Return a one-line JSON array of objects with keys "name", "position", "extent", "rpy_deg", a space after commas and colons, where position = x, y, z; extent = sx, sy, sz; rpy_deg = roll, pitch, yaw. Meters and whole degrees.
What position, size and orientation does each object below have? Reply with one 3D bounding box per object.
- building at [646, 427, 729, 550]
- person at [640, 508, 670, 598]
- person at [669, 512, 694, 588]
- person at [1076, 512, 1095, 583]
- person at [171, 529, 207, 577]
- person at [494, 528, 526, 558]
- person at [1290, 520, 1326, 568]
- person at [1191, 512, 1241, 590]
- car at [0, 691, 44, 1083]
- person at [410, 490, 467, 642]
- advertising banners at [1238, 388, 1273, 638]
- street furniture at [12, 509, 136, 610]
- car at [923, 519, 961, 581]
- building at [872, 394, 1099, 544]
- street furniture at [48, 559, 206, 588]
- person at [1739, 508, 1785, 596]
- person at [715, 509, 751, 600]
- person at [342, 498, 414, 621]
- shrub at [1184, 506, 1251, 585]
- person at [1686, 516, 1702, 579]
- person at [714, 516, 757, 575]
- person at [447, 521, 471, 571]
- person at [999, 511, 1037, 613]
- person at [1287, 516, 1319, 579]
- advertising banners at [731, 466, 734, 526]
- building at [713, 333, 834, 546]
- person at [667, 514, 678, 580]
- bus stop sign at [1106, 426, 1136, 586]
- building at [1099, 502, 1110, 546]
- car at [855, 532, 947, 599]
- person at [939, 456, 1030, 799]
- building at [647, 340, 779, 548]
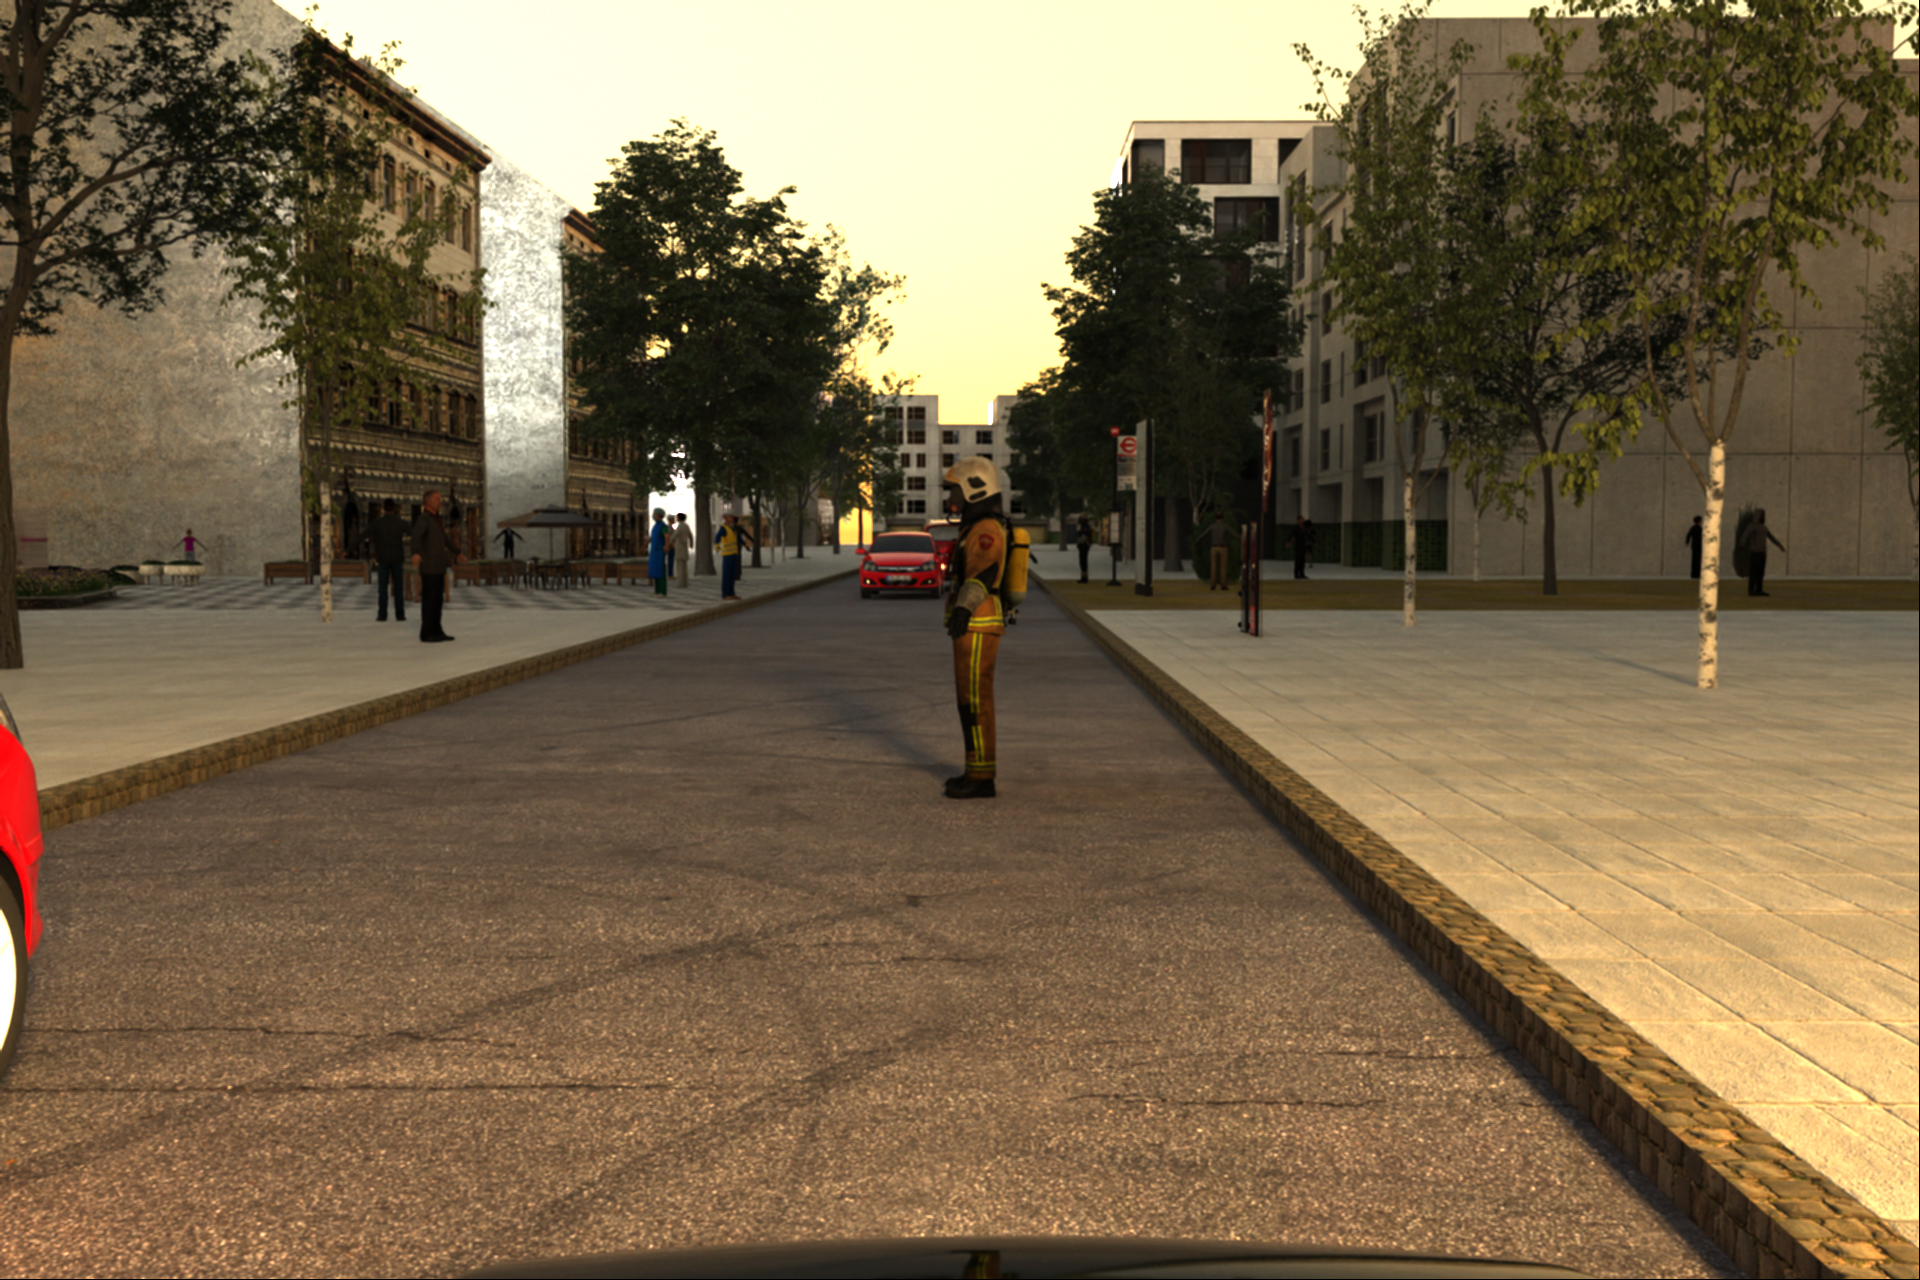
[{"name": "building", "position": [-24.315, -12.681, 149.478], "extent": [9.099, 9.664, 28.070], "rpy_deg": [0, 4, 1]}, {"name": "person", "position": [-6.141, -1.775, 35.156], "extent": [0.704, 1.817, 1.347], "rpy_deg": [-2, 4, -32]}, {"name": "person", "position": [-6.641, -2.138, 41.141], "extent": [0.705, 1.806, 1.347], "rpy_deg": [1, 4, 21]}, {"name": "person", "position": [3.218, -2.426, 45.449], "extent": [0.705, 1.856, 1.354], "rpy_deg": [0, 4, 7]}, {"name": "person", "position": [-23.005, -2.595, 51.701], "extent": [0.991, 1.433, 0.599], "rpy_deg": [-2, 4, -29]}, {"name": "person", "position": [-17.124, -3.615, 65.818], "extent": [1.216, 1.740, 0.721], "rpy_deg": [-2, 4, -30]}, {"name": "person", "position": [13.280, -3.668, 66.116], "extent": [1.345, 1.843, 0.704], "rpy_deg": [1, 4, 18]}, {"name": "person", "position": [5.953, -2.046, 39.732], "extent": [1.348, 1.796, 0.705], "rpy_deg": [1, 4, 19]}, {"name": "car", "position": [-3.281, 0.391, 2.654], "extent": [2.155, 1.783, 4.494], "rpy_deg": [0, 4, 1]}, {"name": "person", "position": [-6.266, -0.886, 20.667], "extent": [0.705, 1.807, 1.348], "rpy_deg": [0, 4, 8]}, {"name": "advertising banners", "position": [3.718, -1.568, 21.824], "extent": [0.090, 3.025, 2.074], "rpy_deg": [0, 4, 0]}, {"name": "street furniture", "position": [-18.374, -1.548, 32.164], "extent": [9.812, 1.723, 11.010], "rpy_deg": [-1, 4, -17]}, {"name": "car", "position": [-0.155, -2.237, 45.243], "extent": [2.281, 1.827, 5.304], "rpy_deg": [0, 4, 0]}, {"name": "building", "position": [4.336, -21.844, 226.066], "extent": [31.486, 18.905, 16.747], "rpy_deg": [0, 4, -2]}, {"name": "street furniture", "position": [-23.679, -1.699, 43.408], "extent": [10.072, 0.657, 5.734], "rpy_deg": [2, 4, 31]}, {"name": "person", "position": [16.546, -1.818, 35.848], "extent": [1.348, 1.813, 0.705], "rpy_deg": [-2, 4, -28]}, {"name": "person", "position": [-4.460, -1.681, 33.954], "extent": [0.721, 1.772, 1.216], "rpy_deg": [2, 4, 24]}, {"name": "person", "position": [-8.436, -1.197, 25.641], "extent": [1.348, 1.821, 0.705], "rpy_deg": [-1, 4, -20]}, {"name": "shrub", "position": [6.589, -2.427, 44.104], "extent": [1.690, 2.028, 1.600], "rpy_deg": [0, 3, 0]}, {"name": "person", "position": [21.278, -2.675, 49.916], "extent": [0.705, 1.806, 1.347], "rpy_deg": [-1, 4, -10]}, {"name": "person", "position": [-7.078, -2.975, 54.573], "extent": [1.347, 1.837, 0.705], "rpy_deg": [-1, 4, -12]}, {"name": "person", "position": [-17.360, -3.241, 59.793], "extent": [1.217, 1.733, 0.721], "rpy_deg": [2, 4, 28]}, {"name": "person", "position": [0.836, -1.422, 31.472], "extent": [1.354, 1.858, 0.705], "rpy_deg": [3, 5, 44]}, {"name": "person", "position": [9.764, -2.651, 49.572], "extent": [1.346, 1.802, 0.704], "rpy_deg": [-3, 5, -39]}, {"name": "advertising banners", "position": [-5.878, -2.929, 44.075], "extent": [0.090, 3.025, 2.074], "rpy_deg": [0, 4, 0]}, {"name": "building", "position": [-24.032, -22.053, 191.501], "extent": [19.493, 23.208, 18.063], "rpy_deg": [0, 4, 2]}, {"name": "person", "position": [-8.118, -2.629, 48.840], "extent": [0.705, 1.847, 1.347], "rpy_deg": [-1, 4, -8]}, {"name": "bus stop sign", "position": [4.053, -3.317, 42.932], "extent": [0.855, 3.939, 0.416], "rpy_deg": [0, 4, 1]}, {"name": "building", "position": [24.640, -21.526, 182.884], "extent": [19.493, 23.208, 18.063], "rpy_deg": [0, 4, 1]}, {"name": "car", "position": [-1.289, -1.880, 39.782], "extent": [2.155, 1.783, 4.494], "rpy_deg": [0, 4, 1]}, {"name": "person", "position": [0.058, -0.079, 9.518], "extent": [0.705, 1.858, 1.354], "rpy_deg": [0, 4, 0]}, {"name": "building", "position": [-24.054, -18.983, 166.790], "extent": [16.016, 20.090, 11.380], "rpy_deg": [0, 4, 1]}]
